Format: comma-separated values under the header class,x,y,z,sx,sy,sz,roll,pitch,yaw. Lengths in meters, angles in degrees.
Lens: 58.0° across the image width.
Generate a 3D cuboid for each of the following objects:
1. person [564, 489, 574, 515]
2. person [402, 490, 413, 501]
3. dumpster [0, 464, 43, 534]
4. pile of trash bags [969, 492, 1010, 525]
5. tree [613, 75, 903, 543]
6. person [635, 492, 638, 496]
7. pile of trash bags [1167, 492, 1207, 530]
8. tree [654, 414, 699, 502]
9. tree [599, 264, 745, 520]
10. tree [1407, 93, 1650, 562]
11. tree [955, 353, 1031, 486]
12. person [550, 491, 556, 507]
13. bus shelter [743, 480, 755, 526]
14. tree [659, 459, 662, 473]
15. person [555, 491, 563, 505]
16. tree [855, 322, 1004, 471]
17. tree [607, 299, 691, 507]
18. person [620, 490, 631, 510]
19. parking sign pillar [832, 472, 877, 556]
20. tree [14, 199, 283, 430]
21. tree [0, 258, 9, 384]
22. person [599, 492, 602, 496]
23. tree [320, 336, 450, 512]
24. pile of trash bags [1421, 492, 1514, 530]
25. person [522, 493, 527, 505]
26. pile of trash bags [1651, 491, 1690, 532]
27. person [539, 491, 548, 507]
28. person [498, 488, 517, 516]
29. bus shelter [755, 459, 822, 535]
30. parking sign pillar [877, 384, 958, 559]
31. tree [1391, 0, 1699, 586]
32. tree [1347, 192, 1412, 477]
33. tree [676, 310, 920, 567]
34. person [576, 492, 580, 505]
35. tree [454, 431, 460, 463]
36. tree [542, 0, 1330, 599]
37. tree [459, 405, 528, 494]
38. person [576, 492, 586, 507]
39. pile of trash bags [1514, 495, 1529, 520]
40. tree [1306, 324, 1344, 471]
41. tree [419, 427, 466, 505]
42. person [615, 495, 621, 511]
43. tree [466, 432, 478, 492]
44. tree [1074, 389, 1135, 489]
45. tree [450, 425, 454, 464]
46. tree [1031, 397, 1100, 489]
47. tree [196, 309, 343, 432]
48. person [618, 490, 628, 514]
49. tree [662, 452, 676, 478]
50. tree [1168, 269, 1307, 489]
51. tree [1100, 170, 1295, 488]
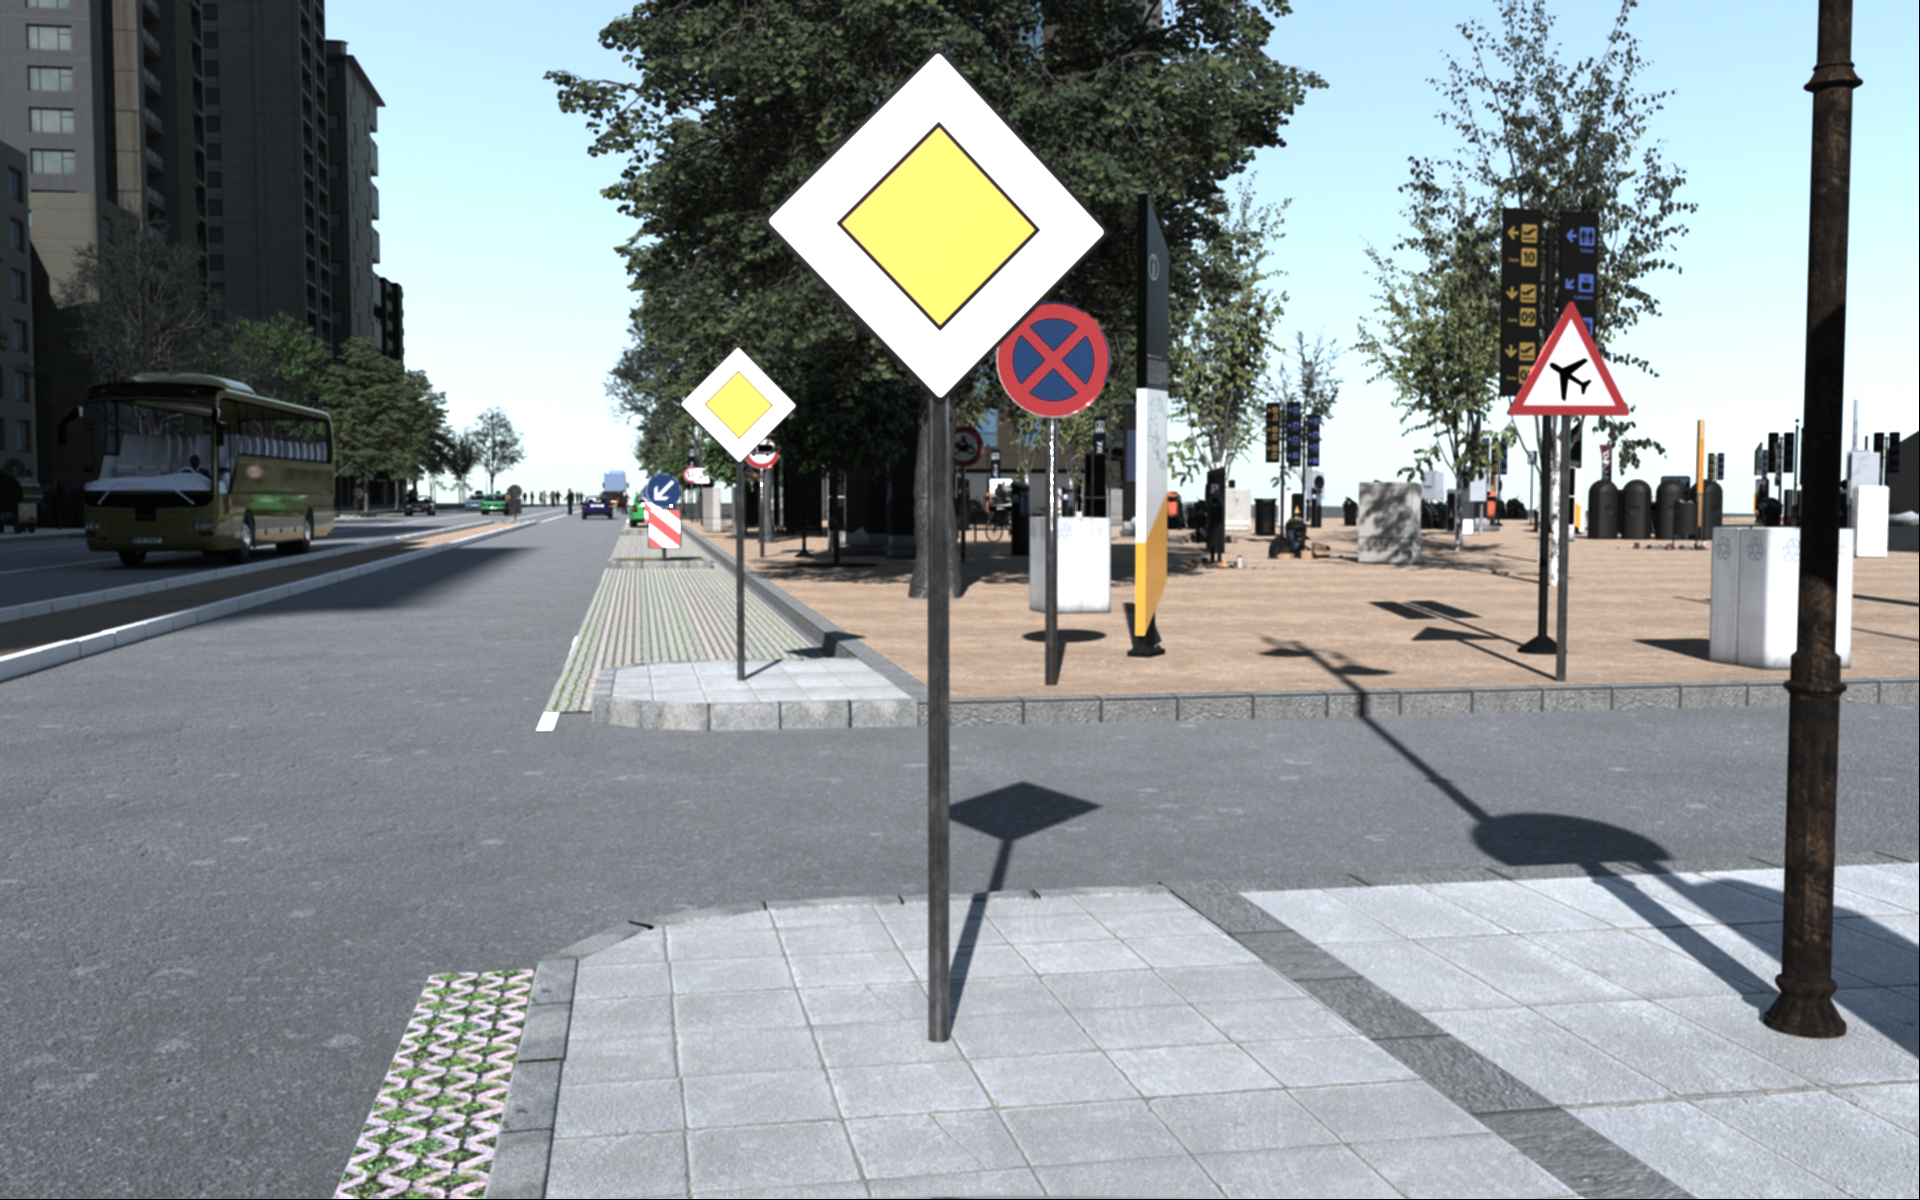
class,x,y,z,sx,sy,sz,roll,pitch,yaw
person,-27.371,-6.902,121.365,0.705,1.821,1.348,-3,5,-40
person,-40.907,-7.327,128.811,1.217,1.766,0.721,-3,5,-42
dumpster,-31.090,-3.310,56.605,1.502,2.255,1.985,-1,4,-10
pile of trash bags,1.222,-3.907,73.638,1.912,1.369,3.447,0,4,3
tree,-5.108,-7.756,44.936,7.486,12.596,7.792,0,3,0
person,-44.202,-13.952,237.328,0.721,1.736,1.217,1,4,15
pile of trash bags,8.208,-3.289,63.522,1.912,1.369,3.447,1,4,22
tree,-24.215,-12.178,149.479,4.737,8.622,4.395,0,3,0
tree,-12.978,-10.807,87.058,12.009,13.543,11.850,0,3,0
tree,10.967,-5.033,32.650,4.737,8.622,4.395,0,3,0
tree,-0.077,-7.850,78.704,4.737,8.622,4.395,0,3,0
person,-46.033,-11.418,195.898,0.721,1.743,1.217,1,4,19
bus shelter,-8.501,-5.836,73.043,2.179,5.291,8.768,-1,4,-11
tree,-18.939,-8.222,118.145,4.285,4.588,4.351,0,3,0
person,-50.973,-12.929,219.514,1.348,1.869,0.705,0,4,-4
tree,-0.777,-6.426,55.430,4.360,8.622,3.978,0,3,0
tree,-30.052,-19.271,170.971,12.611,20.169,13.585,0,3,0
person,-30.244,-8.997,155.623,1.348,1.821,0.705,-2,4,-25
parking sign pillar,-1.990,-2.940,36.548,1.447,3.967,1.447,-2,4,-26
tree,-34.214,-9.954,73.121,12.009,13.543,11.850,0,3,0
tree,-29.104,-6.049,49.272,4.737,8.622,4.395,0,3,0
person,-45.746,-12.914,220.566,0.530,1.710,0.541,0,4,-8
tree,-42.502,-12.621,124.472,7.486,12.596,7.792,0,3,0
pile of trash bags,18.012,-3.264,63.125,1.912,1.369,3.447,-3,5,-43
person,-54.993,-12.761,218.617,0.593,1.643,0.415,-3,4,-39
pile of trash bags,23.501,-3.004,58.863,1.912,1.369,3.447,-2,4,-31
person,-45.370,-11.034,188.903,1.348,1.824,0.705,2,4,28
person,-29.537,-6.401,113.250,1.348,1.812,0.705,0,4,5
bus shelter,-5.426,-4.930,58.234,2.179,5.291,8.768,-1,4,-11
parking sign pillar,-0.771,-2.830,34.746,1.447,3.967,1.447,-1,4,-13
tree,8.183,-4.491,23.798,4.360,8.622,3.978,0,3,0
tree,11.130,-5.423,39.033,4.737,8.622,4.395,0,3,0
tree,-2.138,-2.885,30.878,4.285,4.588,4.351,0,3,0
person,-52.503,-13.992,238.048,0.721,1.735,1.217,1,4,10
tree,-49.313,-14.597,156.790,7.486,12.596,7.792,0,3,0
tree,-0.193,-7.005,21.180,9.857,13.997,8.962,0,3,0
tree,-63.708,-19.896,235.662,12.009,13.543,11.850,0,3,0
person,-42.932,-11.438,196.338,1.217,1.723,0.721,-1,4,-23
pile of trash bags,28.351,-4.769,87.719,3.447,1.369,1.912,1,4,13
tree,14.706,-7.610,74.785,4.360,8.622,3.978,0,3,0
tree,-51.754,-13.418,169.745,4.737,8.622,4.395,0,3,0
person,-28.599,-8.162,145.210,1.065,1.426,0.557,3,5,40
tree,-58.537,-15.465,203.210,4.737,8.622,4.395,0,3,0
tree,6.871,-8.281,85.753,4.360,8.622,3.978,0,3,0
tree,-47.728,-13.941,146.064,7.486,12.596,7.792,0,3,0
tree,5.304,-7.876,79.132,4.737,8.622,4.395,0,3,0
tree,-39.102,-10.585,98.818,9.928,11.665,9.643,0,3,0
person,-24.115,-7.014,123.976,0.445,1.727,0.742,3,4,38
tree,-8.326,-4.976,65.074,4.285,4.588,4.351,0,3,0
tree,8.567,-6.539,57.277,4.360,8.622,3.978,0,3,0
tree,5.849,-5.480,39.952,4.737,8.622,4.395,0,3,0
